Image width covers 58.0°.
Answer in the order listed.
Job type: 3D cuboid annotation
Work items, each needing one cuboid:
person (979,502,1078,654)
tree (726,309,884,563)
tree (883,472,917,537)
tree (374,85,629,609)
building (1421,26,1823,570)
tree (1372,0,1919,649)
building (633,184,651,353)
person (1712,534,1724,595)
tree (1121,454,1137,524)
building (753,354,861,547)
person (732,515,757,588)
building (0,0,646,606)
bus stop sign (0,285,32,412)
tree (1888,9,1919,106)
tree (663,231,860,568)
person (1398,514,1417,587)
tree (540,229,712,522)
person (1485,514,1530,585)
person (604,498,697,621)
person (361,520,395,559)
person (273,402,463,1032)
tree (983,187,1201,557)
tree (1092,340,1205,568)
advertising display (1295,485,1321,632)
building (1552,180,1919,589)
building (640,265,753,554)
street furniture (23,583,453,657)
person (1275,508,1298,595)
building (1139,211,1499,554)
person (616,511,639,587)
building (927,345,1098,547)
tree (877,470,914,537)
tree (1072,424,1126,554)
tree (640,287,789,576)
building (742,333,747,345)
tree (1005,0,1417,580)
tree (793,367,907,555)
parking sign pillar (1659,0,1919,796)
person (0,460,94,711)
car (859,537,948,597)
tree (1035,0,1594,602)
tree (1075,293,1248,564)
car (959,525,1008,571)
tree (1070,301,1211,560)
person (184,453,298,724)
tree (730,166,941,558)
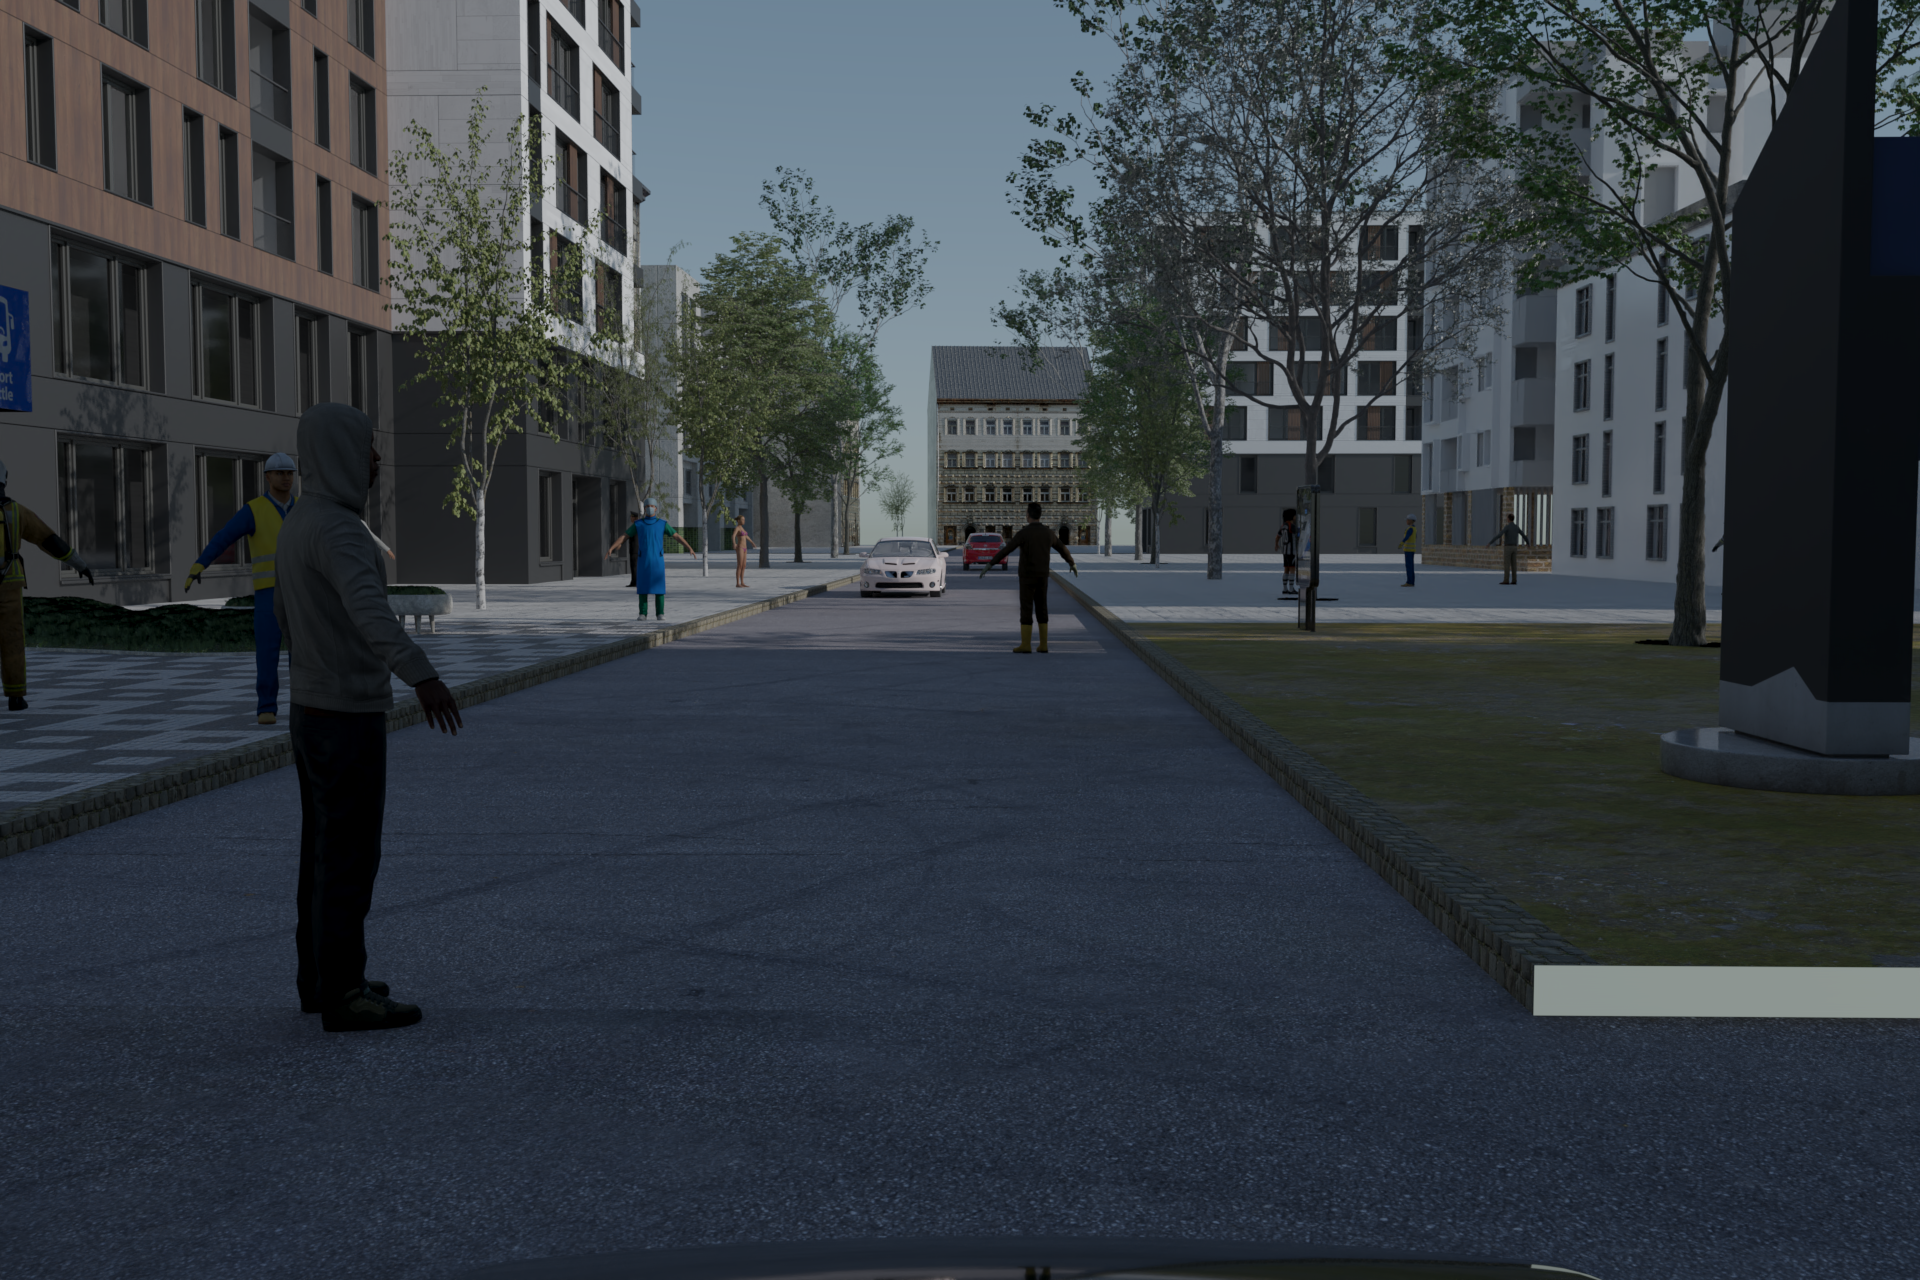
[{"bbox_3d":[0.874,-0.750,20.861,1.346,1.812,0.704,-2,4,-27],"label":"person"},{"bbox_3d":[-7.212,-9.297,77.756,9.928,11.665,9.643,0,3,0],"label":"tree"},{"bbox_3d":[-6.540,-15.496,203.715,4.360,8.622,3.978,0,3,0],"label":"tree"},{"bbox_3d":[-8.058,-4.844,29.570,4.737,8.622,4.395,0,3,0],"label":"tree"},{"bbox_3d":[24.424,-13.125,71.015,16.016,20.090,11.380,0,4,1],"label":"building"},{"bbox_3d":[8.546,-5.735,19.517,9.928,11.665,9.643,0,3,0],"label":"tree"},{"bbox_3d":[-23.684,-14.498,67.967,19.493,23.208,18.063,0,4,2],"label":"building"},{"bbox_3d":[16.004,-1.841,35.875,0.705,1.856,1.354,0,4,-2],"label":"person"},{"bbox_3d":[22.694,-17.842,198.376,9.857,13.997,8.962,0,3,0],"label":"tree"},{"bbox_3d":[-20.309,-21.117,176.187,19.493,23.208,18.063,0,4,2],"label":"building"},{"bbox_3d":[-5.182,-2.125,41.542,0.721,1.733,1.217,1,4,17],"label":"person"},{"bbox_3d":[-24.963,-12.094,41.717,27.936,21.610,32.646,0,4,2],"label":"building"},{"bbox_3d":[-6.709,-1.366,11.345,0.837,3.901,0.837,0,4,1],"label":"bus stop sign"},{"bbox_3d":[8.573,-3.789,12.310,4.360,8.622,3.978,0,3,0],"label":"tree"},{"bbox_3d":[-7.862,-9.030,65.774,7.486,12.596,7.792,0,3,0],"label":"tree"},{"bbox_3d":[10.900,-2.189,42.256,0.721,1.772,1.216,2,4,29],"label":"person"},{"bbox_3d":[-7.462,-5.572,41.460,4.360,8.622,3.978,0,3,0],"label":"tree"},{"bbox_3d":[13.923,-2.299,43.864,1.348,1.796,0.705,-1,4,-21],"label":"person"},{"bbox_3d":[-4.595,-1.199,25.737,1.347,1.817,0.704,-1,4,-8],"label":"person"},{"bbox_3d":[-9.185,-1.232,26.329,1.347,1.806,0.705,2,4,24],"label":"person"},{"bbox_3d":[-1.801,0.213,5.108,0.705,1.813,1.348,-2,4,-35],"label":"person"},{"bbox_3d":[7.621,-14.758,97.187,12.611,20.169,13.585,0,3,0],"label":"tree"},{"bbox_3d":[7.277,-6.999,64.792,4.737,8.622,4.395,0,3,0],"label":"tree"},{"bbox_3d":[4.628,-1.092,23.075,0.123,1.923,0.974,0,4,0],"label":"advertising display"},{"bbox_3d":[23.035,-6.060,41.228,9.099,9.664,28.070,0,4,1],"label":"building"},{"bbox_3d":[-26.381,-16.122,130.052,16.747,18.905,31.486,0,4,2],"label":"building"},{"bbox_3d":[-11.287,-0.339,21.175,10.072,0.657,5.734,1,4,12],"label":"street furniture"},{"bbox_3d":[7.047,-1.878,36.856,0.704,1.843,1.345,-2,4,-24],"label":"person"},{"bbox_3d":[26.775,-17.259,126.163,27.936,21.610,32.646,0,4,1],"label":"building"},{"bbox_3d":[-7.876,-2.200,41.899,0.705,1.837,1.347,1,4,20],"label":"person"},{"bbox_3d":[5.728,-22.509,201.408,18.063,23.208,19.493,0,4,-4],"label":"building"},{"bbox_3d":[-6.938,-15.138,197.874,4.360,8.622,3.978,0,3,0],"label":"tree"},{"bbox_3d":[8.925,-9.802,110.628,4.737,8.622,4.395,0,3,0],"label":"tree"},{"bbox_3d":[-7.494,-6.236,52.326,4.737,8.622,4.395,0,3,0],"label":"tree"},{"bbox_3d":[-24.858,-17.994,150.626,16.016,20.090,11.380,0,4,1],"label":"building"},{"bbox_3d":[7.146,-11.869,49.941,12.611,20.169,13.585,0,3,0],"label":"tree"},{"bbox_3d":[-6.830,-11.012,105.804,9.928,11.665,9.643,0,3,0],"label":"tree"},{"bbox_3d":[4.492,-1.260,9.074,1.447,3.967,1.447,0,4,2],"label":"parking sign pillar"},{"bbox_3d":[-7.014,-0.415,12.550,1.354,1.858,0.705,-2,4,-34],"label":"person"},{"bbox_3d":[-1.299,-1.740,40.803,2.083,1.381,4.827,0,4,1],"label":"car"},{"bbox_3d":[6.840,-7.511,33.181,12.009,13.543,11.850,0,3,0],"label":"tree"},{"bbox_3d":[8.403,-9.039,73.536,9.928,11.665,9.643,0,3,0],"label":"tree"},{"bbox_3d":[1.024,-3.690,69.376,2.155,1.783,4.494,0,4,1],"label":"car"},{"bbox_3d":[8.977,-10.163,84.298,7.486,12.596,7.792,0,3,0],"label":"tree"},{"bbox_3d":[-4.608,-0.357,11.811,1.349,1.833,0.705,-3,5,-41],"label":"person"},{"bbox_3d":[-8.161,-14.436,91.910,12.611,20.169,13.585,0,3,0],"label":"tree"}]
